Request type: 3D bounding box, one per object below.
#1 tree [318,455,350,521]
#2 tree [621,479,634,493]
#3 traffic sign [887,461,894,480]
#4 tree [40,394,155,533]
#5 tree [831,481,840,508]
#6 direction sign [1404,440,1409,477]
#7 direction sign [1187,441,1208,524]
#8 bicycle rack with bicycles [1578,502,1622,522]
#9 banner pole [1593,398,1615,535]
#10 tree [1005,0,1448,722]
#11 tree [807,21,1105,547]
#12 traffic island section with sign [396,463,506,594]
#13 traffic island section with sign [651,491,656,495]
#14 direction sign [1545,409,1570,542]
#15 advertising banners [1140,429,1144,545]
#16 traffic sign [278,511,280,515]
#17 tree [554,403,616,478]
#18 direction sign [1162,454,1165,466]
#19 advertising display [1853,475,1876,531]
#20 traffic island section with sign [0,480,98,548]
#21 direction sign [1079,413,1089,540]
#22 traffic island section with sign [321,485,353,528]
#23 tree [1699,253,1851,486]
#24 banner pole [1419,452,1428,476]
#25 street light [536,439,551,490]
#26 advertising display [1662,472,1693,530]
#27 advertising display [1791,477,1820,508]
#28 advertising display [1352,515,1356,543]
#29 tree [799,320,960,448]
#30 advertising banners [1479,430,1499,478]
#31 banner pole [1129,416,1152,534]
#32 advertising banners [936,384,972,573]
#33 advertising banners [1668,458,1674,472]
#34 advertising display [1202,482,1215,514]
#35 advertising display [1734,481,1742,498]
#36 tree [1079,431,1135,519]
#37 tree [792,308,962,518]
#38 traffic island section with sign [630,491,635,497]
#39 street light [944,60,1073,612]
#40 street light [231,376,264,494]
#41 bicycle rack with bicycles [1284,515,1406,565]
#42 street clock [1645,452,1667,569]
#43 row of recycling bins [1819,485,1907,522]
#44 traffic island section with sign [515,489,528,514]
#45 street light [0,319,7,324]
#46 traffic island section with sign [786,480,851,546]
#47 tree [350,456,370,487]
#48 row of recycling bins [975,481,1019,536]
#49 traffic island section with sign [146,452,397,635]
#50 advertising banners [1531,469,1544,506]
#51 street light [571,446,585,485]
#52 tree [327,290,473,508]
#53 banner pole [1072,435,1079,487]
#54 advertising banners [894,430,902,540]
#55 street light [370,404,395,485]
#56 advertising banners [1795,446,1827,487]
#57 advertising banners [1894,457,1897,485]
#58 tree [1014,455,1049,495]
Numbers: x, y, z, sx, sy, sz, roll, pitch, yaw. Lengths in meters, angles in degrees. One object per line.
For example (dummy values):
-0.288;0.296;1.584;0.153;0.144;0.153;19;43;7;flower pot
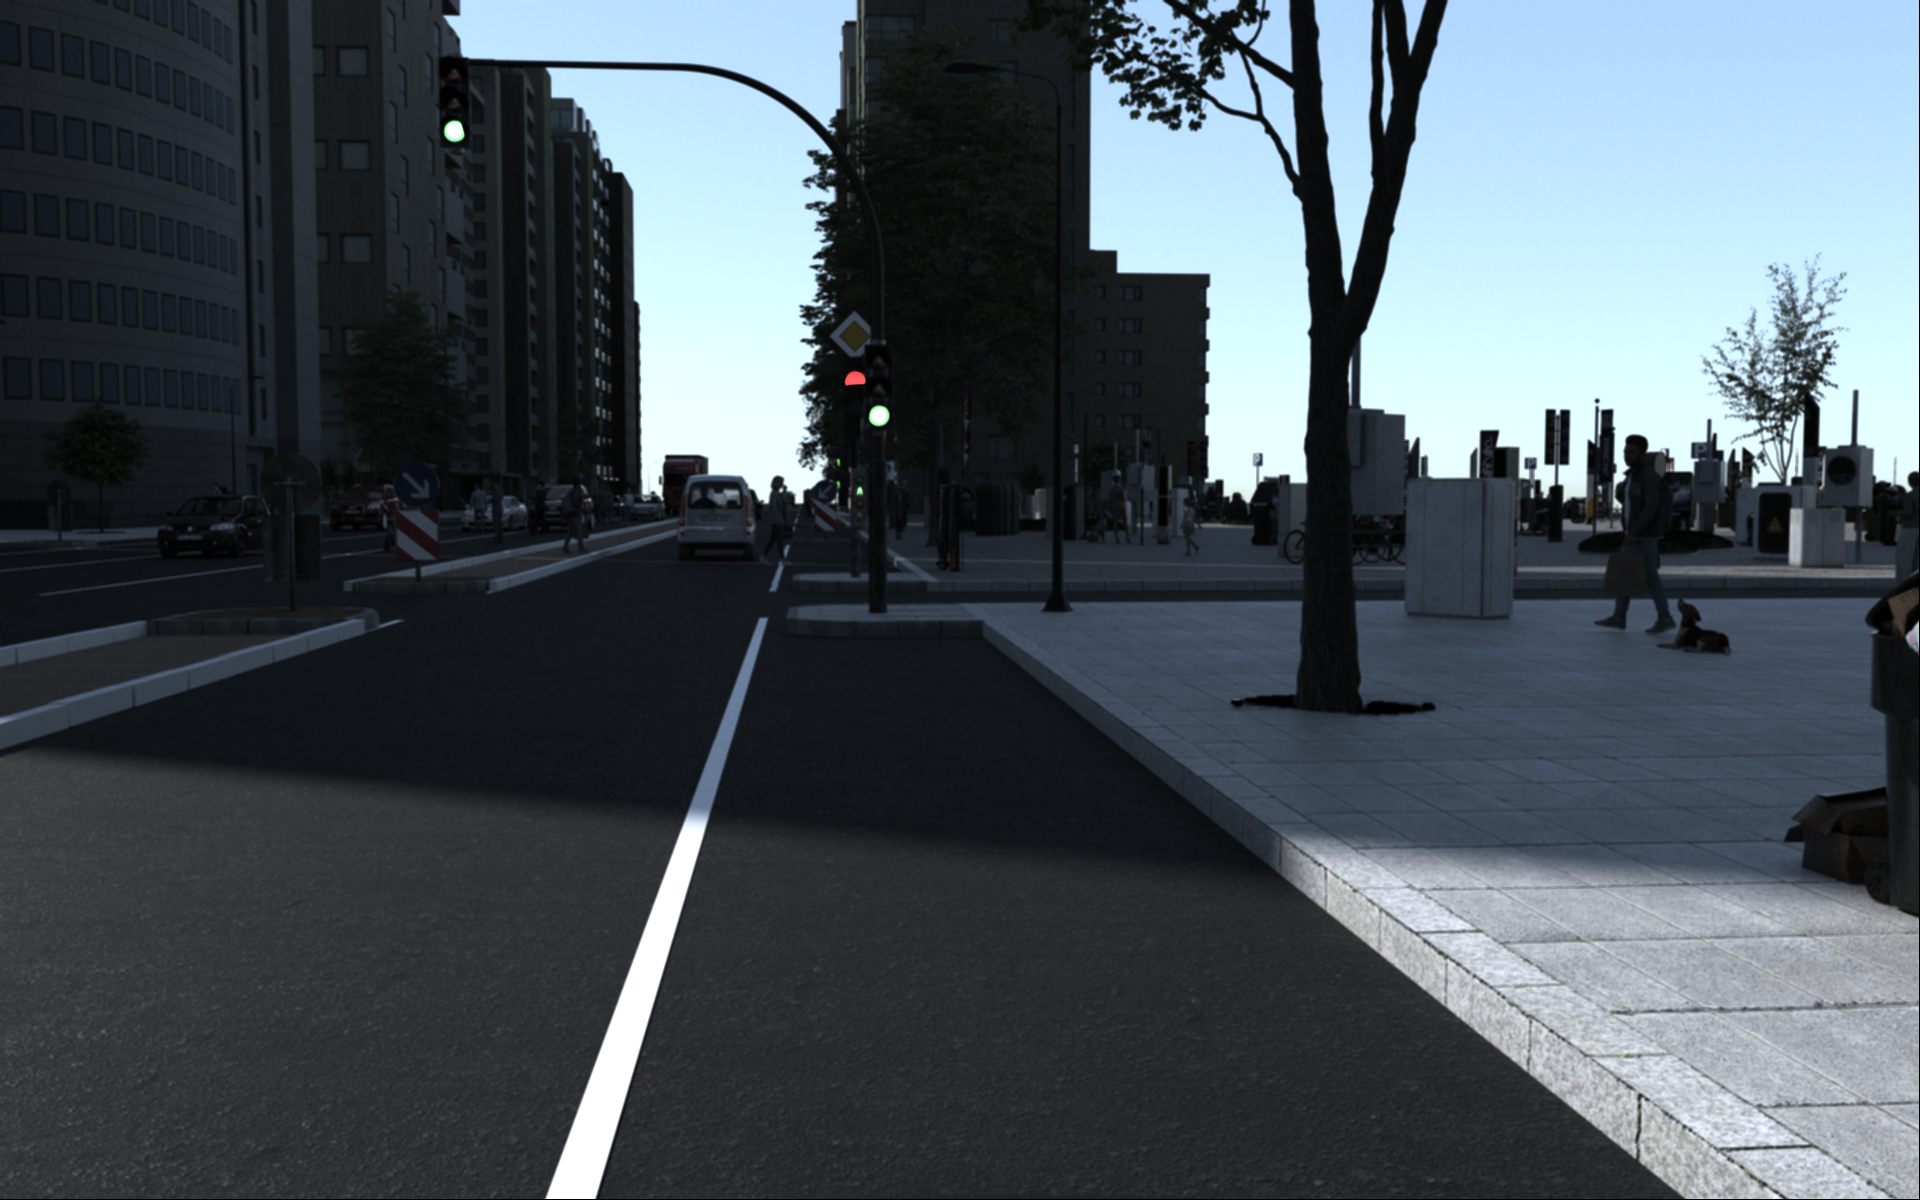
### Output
-30.824;-5.489;84.353;1.663;3.219;1.824;0;3;0;tree
-42.372;-13.841;220.893;1.663;3.219;1.824;0;3;0;tree
-2.295;-3.122;53.180;0.606;2.300;0.079;0;4;1;traffic sign
-28.214;-4.481;56.980;4.285;4.588;4.351;0;3;0;tree
-11.820;-10.270;162.523;1.663;3.219;1.824;0;3;0;tree
18.599;-4.931;72.615;0.379;3.537;0.876;-1;4;-11;direction sign
10.141;-5.015;73.992;0.876;3.537;0.379;1;4;21;direction sign
30.036;-4.100;80.415;2.852;0.926;2.925;-1;4;-16;bicycle rack with bicycles
16.741;-3.374;45.187;0.401;3.779;0.863;-1;4;-19;banner pole
2.358;-5.160;10.121;9.928;11.665;9.643;0;3;0;tree
-0.195;-7.593;42.272;7.486;12.596;7.792;0;3;0;tree
-7.953;-1.082;25.831;2.006;1.907;1.989;0;4;-5;traffic island section with sign
-41.352;-13.759;233.593;1.989;1.847;2.006;0;4;-5;traffic island section with sign
15.981;-3.327;46.391;0.876;3.537;0.379;-2;4;-28;direction sign
4.602;-2.905;43.690;0.090;3.025;2.074;0;4;6;advertising banners
-28.631;-4.446;72.793;0.768;2.556;0.104;0;4;1;traffic sign
-38.168;-14.640;173.769;8.767;10.594;7.601;1;4;13;tree
11.613;-6.544;98.994;0.379;3.537;0.876;0;4;-2;direction sign
31.241;-3.341;59.841;0.123;1.923;0.974;-1;4;-9;advertising display
-24.648;-2.347;47.007;1.989;1.847;2.006;0;4;-5;traffic island section with sign
3.548;-3.480;48.895;0.379;3.537;0.876;0;4;2;direction sign
-27.074;-4.012;74.226;1.989;1.847;2.006;0;4;-5;traffic island section with sign
25.315;-6.301;53.378;4.360;8.622;3.978;0;3;0;tree
27.226;-6.858;102.137;0.401;3.779;0.863;-3;5;-40;banner pole
-34.928;-10.557;145.143;1.470;5.913;1.316;0;4;-5;street light
20.614;-2.737;49.968;0.974;1.923;0.123;3;4;39;advertising display
31.262;-3.600;64.078;0.974;1.923;0.123;3;5;43;advertising display
9.217;-2.218;41.471;0.123;1.923;0.974;-1;4;-13;advertising display
-3.727;-9.155;84.096;8.767;10.594;7.601;0;4;1;tree
13.794;-3.153;47.741;2.074;3.025;0.090;2;4;33;advertising banners
5.835;-4.015;55.666;0.401;3.779;0.863;-3;5;-44;banner pole
-0.098;-1.987;28.683;0.090;3.025;2.074;-1;4;-15;advertising banners
34.279;-5.279;82.492;0.090;3.025;2.074;-1;4;-11;advertising banners
13.933;-5.559;96.102;0.974;1.923;0.123;0;4;6;advertising display
39.428;-5.041;87.640;0.123;1.923;0.974;0;4;4;advertising display
7.549;-6.542;90.680;4.285;4.588;4.351;0;3;0;tree
-4.338;-10.850;94.404;9.611;12.733;9.660;0;3;0;tree
-38.922;-12.099;206.445;1.989;1.847;2.006;0;4;-5;traffic island section with sign
0.531;-2.828;18.785;1.470;5.913;1.316;0;4;-5;street light
-27.991;-5.841;68.043;1.470;5.913;1.316;0;4;-5;street light
7.324;-1.127;31.803;2.925;0.926;2.852;-1;4;-14;bicycle rack with bicycles
11.901;-1.539;29.727;0.471;2.002;0.358;-3;5;-42;street clock
40.741;-4.350;78.232;3.534;1.692;1.069;2;4;28;row of recycling bins
-31.533;-7.053;123.947;1.989;1.847;2.006;0;4;-5;traffic island section with sign
-26.010;-4.498;46.083;1.470;5.913;1.316;0;4;-5;street light
-3.934;-2.477;49.135;1.989;1.847;2.006;0;4;-5;traffic island section with sign
-30.630;-5.671;87.318;1.663;3.219;1.824;0;3;0;tree
1.240;-2.912;54.720;1.069;1.692;3.534;1;4;13;row of recycling bins
-7.302;-0.631;18.452;2.006;1.907;1.989;0;4;-5;traffic island section with sign
30.010;-5.744;90.103;0.090;3.025;2.074;3;4;37;advertising banners
-36.818;-11.880;166.780;1.470;5.913;1.316;0;4;-5;street light
-30.984;-10.885;96.090;7.486;12.596;7.792;0;3;0;tree
4.835;-5.066;72.847;0.401;3.779;0.863;-1;4;-19;banner pole
-1.743;-3.203;48.555;0.090;3.025;2.074;0;4;3;advertising banners
-29.771;-7.137;89.234;1.470;5.913;1.316;0;4;-5;street light
30.545;-4.095;63.135;2.074;3.025;0.090;0;4;-2;advertising banners
43.921;-5.225;81.614;0.090;3.025;2.074;3;4;37;advertising banners
3.739;-5.597;86.118;1.663;3.219;1.824;0;3;0;tree
